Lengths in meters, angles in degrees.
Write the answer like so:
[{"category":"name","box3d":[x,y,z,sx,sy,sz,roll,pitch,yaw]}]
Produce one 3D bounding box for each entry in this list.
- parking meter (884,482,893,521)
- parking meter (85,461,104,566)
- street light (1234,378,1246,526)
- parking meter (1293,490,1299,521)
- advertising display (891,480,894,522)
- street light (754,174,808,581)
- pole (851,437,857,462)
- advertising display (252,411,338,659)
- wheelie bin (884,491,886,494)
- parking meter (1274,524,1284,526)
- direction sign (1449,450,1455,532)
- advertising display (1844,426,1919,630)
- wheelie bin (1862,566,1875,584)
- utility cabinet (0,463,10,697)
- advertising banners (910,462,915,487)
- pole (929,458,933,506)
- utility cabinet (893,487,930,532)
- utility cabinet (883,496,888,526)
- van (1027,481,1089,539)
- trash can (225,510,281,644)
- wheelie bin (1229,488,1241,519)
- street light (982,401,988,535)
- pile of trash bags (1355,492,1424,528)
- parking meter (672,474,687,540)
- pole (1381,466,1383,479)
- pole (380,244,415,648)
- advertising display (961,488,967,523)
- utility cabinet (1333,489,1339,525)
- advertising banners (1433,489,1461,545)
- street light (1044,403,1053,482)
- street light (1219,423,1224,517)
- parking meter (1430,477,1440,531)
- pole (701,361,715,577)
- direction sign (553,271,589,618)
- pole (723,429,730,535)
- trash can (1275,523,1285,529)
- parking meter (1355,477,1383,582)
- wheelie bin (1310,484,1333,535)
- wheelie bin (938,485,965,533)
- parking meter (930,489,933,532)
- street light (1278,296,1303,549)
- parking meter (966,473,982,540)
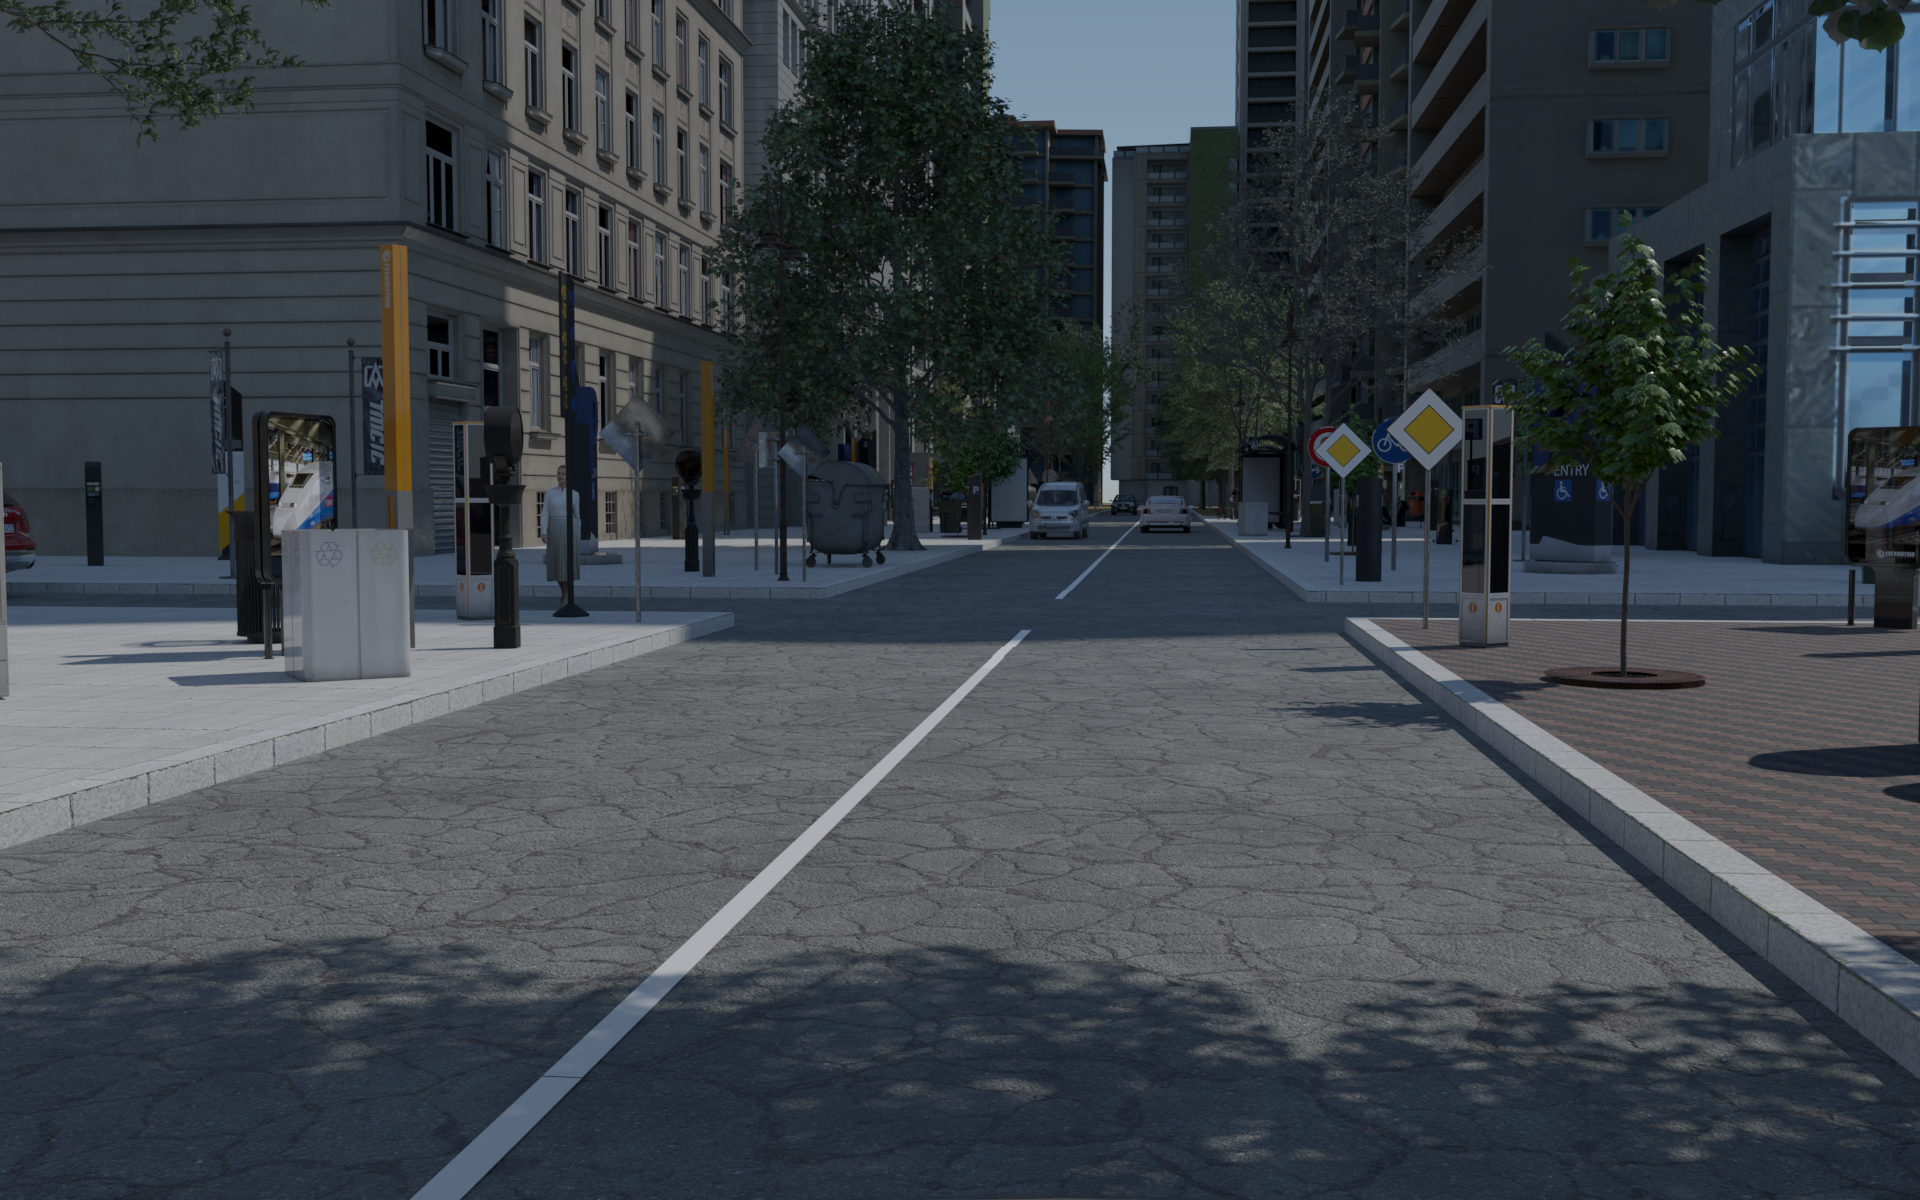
[{"category":"parking meter","box3d":[-3.397,-4.685,82.308,0.399,1.863,0.255,3,4,37]},{"category":"parking meter","box3d":[-15.454,-1.542,30.919,0.255,1.863,0.399,-2,4,-24]},{"category":"street light","box3d":[11.158,-5.889,69.070,0.468,5.910,1.993,0,4,7]},{"category":"parking meter","box3d":[15.861,-4.503,82.035,0.372,1.533,0.369,0,3,0]},{"category":"advertising display","box3d":[-2.913,-4.499,78.766,0.123,1.923,0.974,1,4,18]},{"category":"street light","box3d":[-2.611,-3.221,25.453,0.468,5.910,1.993,0,4,7]},{"category":"pole","box3d":[-3.812,-4.196,62.446,0.158,3.312,0.155,0,3,0]},{"category":"advertising display","box3d":[-5.290,-0.527,13.835,0.123,1.923,0.974,1,4,12]},{"category":"wheelie bin","box3d":[-3.719,-4.218,76.876,0.693,1.594,0.980,-3,5,-41]},{"category":"parking meter","box3d":[12.530,-3.808,67.973,0.399,1.863,0.255,0,4,-1]},{"category":"direction sign","box3d":[16.708,-4.099,59.018,0.379,3.537,0.876,1,4,20]},{"category":"advertising display","box3d":[8.942,-0.690,16.502,0.123,1.923,0.974,-2,4,-35]},{"category":"wheelie bin","box3d":[13.227,-1.029,24.737,0.693,1.594,0.980,3,5,45]},{"category":"utility cabinet","box3d":[-6.477,-0.112,10.511,1.173,1.500,0.318,-3,4,-37]},{"category":"advertising banners","box3d":[-3.469,-6.096,95.851,2.074,3.025,0.090,1,4,20]},{"category":"pole","box3d":[-1.626,-6.334,97.397,0.158,3.312,0.155,0,3,0]},{"category":"utility cabinet","box3d":[-1.599,-2.965,57.162,1.173,1.500,0.318,0,4,6]},{"category":"utility cabinet","box3d":[-3.345,-3.575,69.605,0.306,1.237,1.020,-3,5,-42]},{"category":"van","box3d":[3.233,-3.002,56.096,2.013,2.044,4.112,1,4,9]},{"category":"trash can","box3d":[-5.964,-0.207,15.044,0.748,1.137,0.748,0,3,0]},{"category":"wheelie bin","box3d":[14.104,-4.889,87.845,0.693,1.594,0.980,3,5,43]},{"category":"street light","box3d":[0.776,-4.970,54.045,0.468,5.910,1.993,0,4,7]},{"category":"pile of trash bags","box3d":[16.820,-3.539,67.610,1.912,1.369,3.447,-2,4,-29]},{"category":"parking meter","box3d":[-7.878,-2.622,48.579,0.255,1.863,0.399,2,4,28]},{"category":"pole","box3d":[23.491,-6.283,96.563,0.158,3.312,0.155,0,3,0]},{"category":"pole","box3d":[-4.647,-1.252,14.311,0.158,3.312,0.155,0,3,0]},{"category":"advertising display","box3d":[0.200,-4.430,77.645,0.974,1.923,0.123,0,4,-5]},{"category":"utility cabinet","box3d":[15.603,-3.829,71.291,0.318,1.500,1.173,1,4,21]},{"category":"advertising banners","box3d":[12.801,-2.891,43.455,0.090,3.025,2.074,-3,5,-41]},{"category":"street light","box3d":[4.155,-6.690,82.176,0.468,5.910,1.993,0,4,7]},{"category":"street light","box3d":[14.750,-7.647,97.813,0.468,5.910,1.993,0,4,7]},{"category":"parking meter","box3d":[16.621,-3.367,60.756,0.255,1.863,0.399,-1,4,-17]},{"category":"pole","box3d":[-3.893,-2.014,26.767,0.158,3.312,0.155,0,3,0]},{"category":"direction sign","box3d":[-4.083,-1.595,18.071,0.379,3.537,0.876,0,4,-4]},{"category":"pole","box3d":[-7.330,-3.699,54.330,0.158,3.312,0.155,0,3,0]},{"category":"trash can","box3d":[12.039,-3.229,64.442,0.748,1.137,0.748,0,3,0]},{"category":"parking meter","box3d":[6.006,-1.040,25.423,0.372,1.533,0.369,0,3,0]},{"category":"wheelie bin","box3d":[11.149,-2.811,53.872,0.980,1.594,0.693,3,4,37]},{"category":"wheelie bin","box3d":[-0.301,-3.009,57.106,0.980,1.594,0.693,2,4,23]},{"category":"parking meter","box3d":[-1.102,-3.074,58.670,0.372,1.533,0.369,0,3,0]},{"category":"street light","box3d":[7.734,-4.152,40.671,0.468,5.910,1.993,0,4,7]},{"category":"parking meter","box3d":[0.390,-2.607,48.337,0.399,1.863,0.255,-1,4,-18]}]
